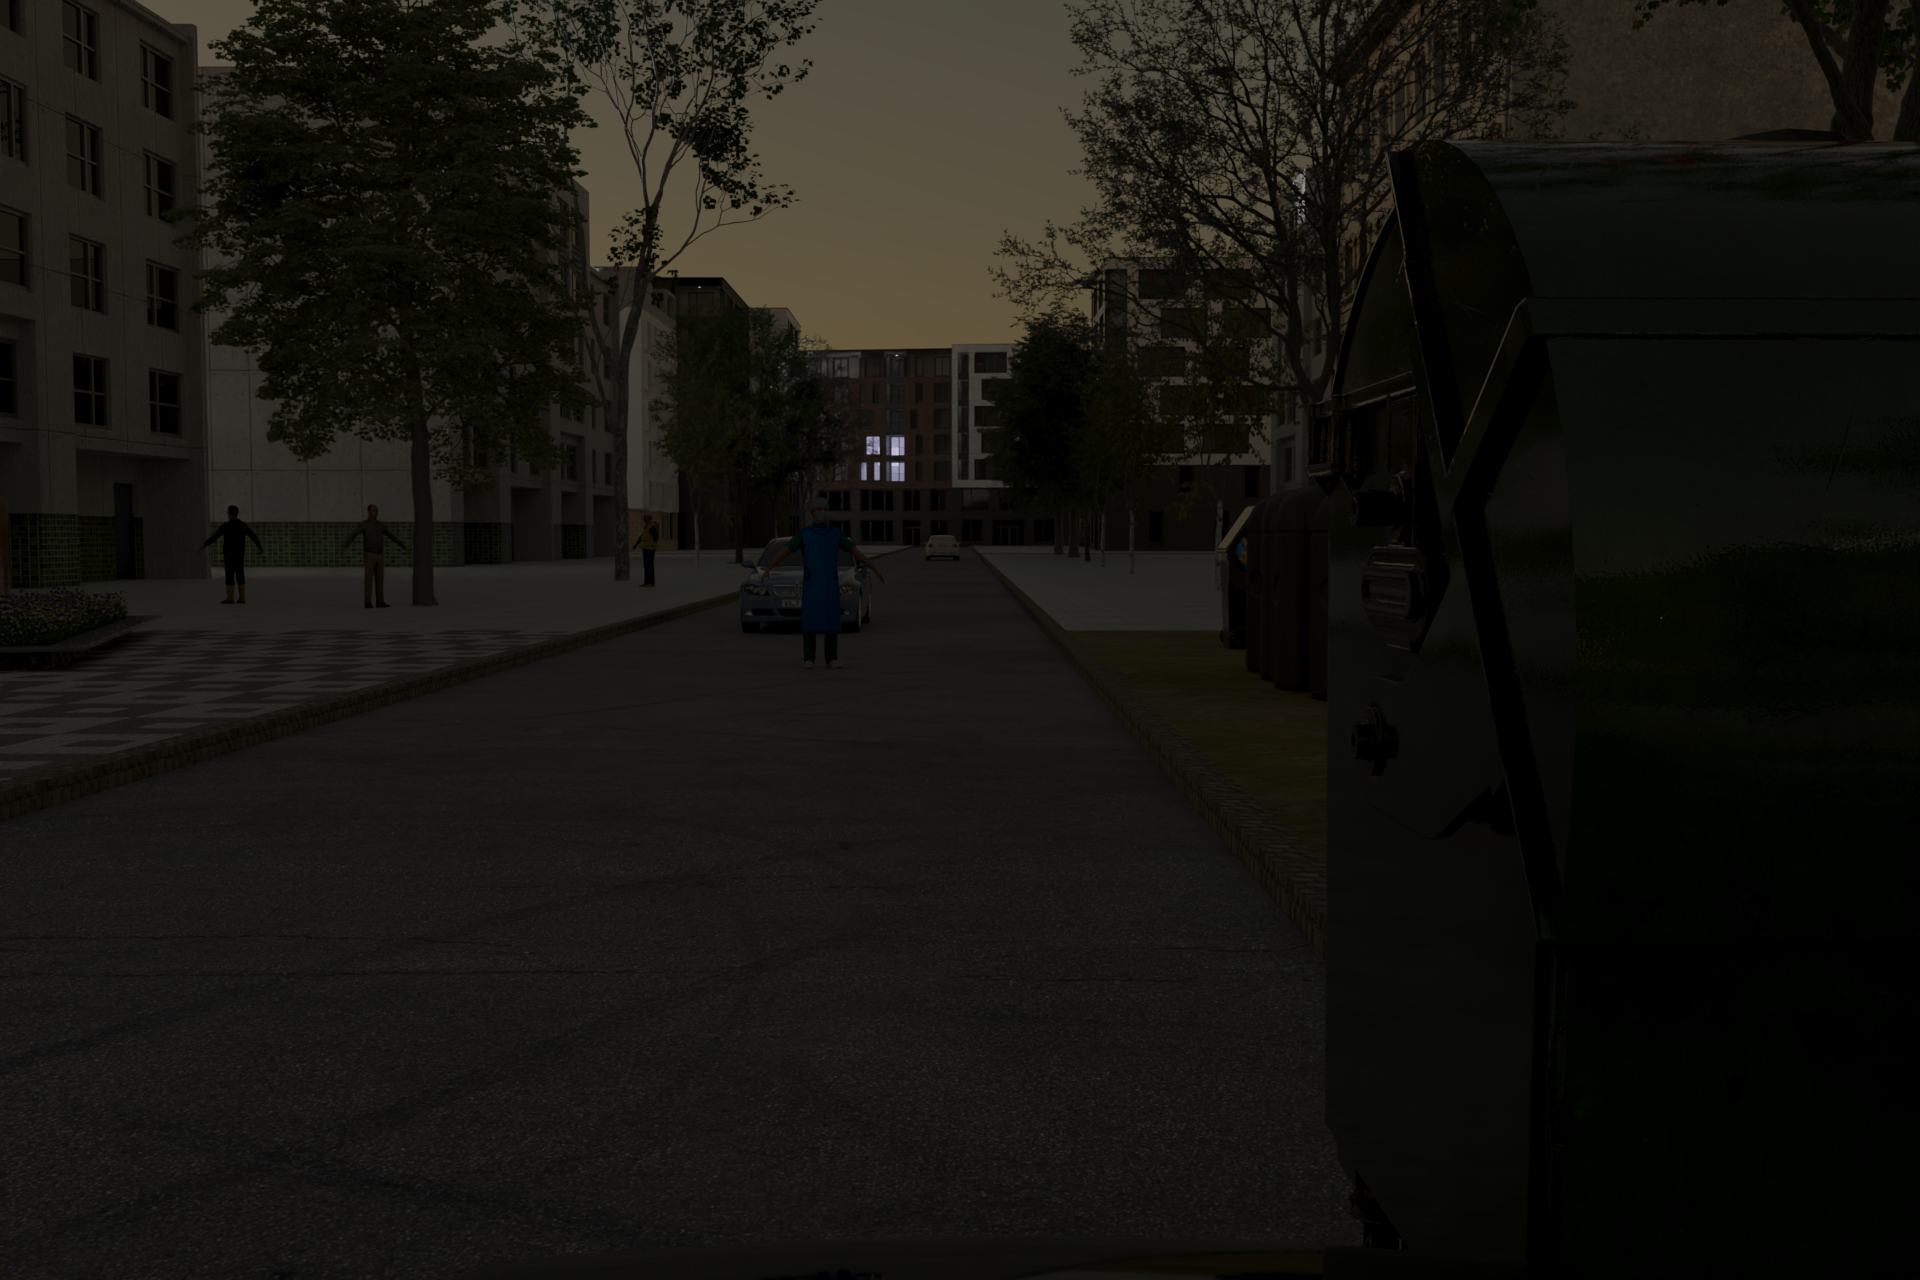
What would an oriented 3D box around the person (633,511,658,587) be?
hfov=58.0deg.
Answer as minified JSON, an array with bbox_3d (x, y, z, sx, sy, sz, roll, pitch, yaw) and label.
[{"bbox_3d":[-7.551,-2.193,41.821,0.705,1.833,1.349,-2,4,-32],"label":"person"}]

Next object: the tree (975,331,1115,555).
[{"bbox_3d":[6.058,-12.295,107.681,9.857,13.997,8.962,0,3,0],"label":"tree"}]

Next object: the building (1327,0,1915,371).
[{"bbox_3d":[21.587,-13.258,47.705,19.493,23.208,18.063,0,4,0],"label":"building"}]

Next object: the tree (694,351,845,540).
[{"bbox_3d":[-9.325,-9.189,84.654,8.767,10.594,7.601,1,4,13],"label":"tree"}]

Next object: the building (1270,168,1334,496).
[{"bbox_3d":[25.021,-12.864,76.792,16.747,18.905,31.486,0,3,0],"label":"building"}]

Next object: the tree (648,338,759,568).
[{"bbox_3d":[-9.835,-7.020,65.133,4.737,8.622,4.395,0,3,0],"label":"tree"}]

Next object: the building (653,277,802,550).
[{"bbox_3d":[-29.452,-18.971,154.146,27.936,21.610,32.646,0,4,0],"label":"building"}]

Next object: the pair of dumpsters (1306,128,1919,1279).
[{"bbox_3d":[2.803,0.141,2.652,4.436,2.255,1.574,0,4,-1],"label":"pair of dumpsters"}]

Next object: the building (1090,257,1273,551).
[{"bbox_3d":[24.621,-18.367,144.280,27.936,21.610,32.646,0,4,0],"label":"building"}]

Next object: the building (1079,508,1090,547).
[{"bbox_3d":[21.902,-20.957,173.583,19.493,23.208,18.063,0,4,0],"label":"building"}]

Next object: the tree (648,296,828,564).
[{"bbox_3d":[-9.587,-9.136,75.129,9.928,11.665,9.643,0,3,0],"label":"tree"}]

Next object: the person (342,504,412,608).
[{"bbox_3d":[-10.182,-1.459,30.125,0.705,1.796,1.348,3,4,39],"label":"person"}]

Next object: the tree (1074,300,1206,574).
[{"bbox_3d":[5.758,-6.429,55.478,4.737,8.622,4.395,0,3,0],"label":"tree"}]

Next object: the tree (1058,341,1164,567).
[{"bbox_3d":[5.392,-7.128,66.899,4.360,8.622,3.978,0,3,0],"label":"tree"}]

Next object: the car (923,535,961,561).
[{"bbox_3d":[-0.979,-5.060,95.095,2.083,1.381,4.827,0,4,-1],"label":"car"}]

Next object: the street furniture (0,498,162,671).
[{"bbox_3d":[-11.789,-0.645,17.395,11.010,1.723,9.812,-1,4,-19],"label":"street furniture"}]

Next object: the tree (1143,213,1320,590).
[{"bbox_3d":[6.034,-5.458,39.599,4.737,8.622,4.395,0,3,0],"label":"tree"}]

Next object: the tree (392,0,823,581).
[{"bbox_3d":[-10.022,-11.790,48.650,12.611,20.169,13.585,0,3,0],"label":"tree"}]

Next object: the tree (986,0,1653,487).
[{"bbox_3d":[6.035,-7.253,28.961,12.009,13.543,11.850,0,3,0],"label":"tree"}]

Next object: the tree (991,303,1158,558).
[{"bbox_3d":[6.227,-11.485,94.434,9.857,13.997,8.962,0,3,0],"label":"tree"}]

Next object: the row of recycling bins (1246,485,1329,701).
[{"bbox_3d":[3.099,-0.467,14.750,1.069,1.692,3.534,0,4,-1],"label":"row of recycling bins"}]

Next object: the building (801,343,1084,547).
[{"bbox_3d":[-0.967,-21.592,199.466,32.646,21.610,27.936,1,4,9],"label":"building"}]

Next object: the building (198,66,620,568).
[{"bbox_3d":[-27.620,-13.158,81.596,16.747,18.905,31.486,0,4,1],"label":"building"}]

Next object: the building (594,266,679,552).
[{"bbox_3d":[-27.221,-16.344,123.646,16.016,20.090,11.380,0,4,0],"label":"building"}]

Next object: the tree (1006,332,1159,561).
[{"bbox_3d":[5.647,-8.949,80.728,7.601,10.594,8.767,-1,4,-16],"label":"tree"}]

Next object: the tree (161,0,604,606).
[{"bbox_3d":[-10.001,-6.878,30.582,7.486,12.596,7.792,0,3,0],"label":"tree"}]

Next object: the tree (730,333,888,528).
[{"bbox_3d":[-9.459,-11.930,105.427,12.009,13.543,11.850,0,3,0],"label":"tree"}]

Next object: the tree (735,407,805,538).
[{"bbox_3d":[-10.099,-8.749,93.414,4.737,8.622,4.395,0,3,0],"label":"tree"}]

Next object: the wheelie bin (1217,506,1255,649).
[{"bbox_3d":[3.279,-0.711,19.537,0.693,1.594,0.980,0,4,-1],"label":"wheelie bin"}]

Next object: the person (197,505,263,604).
[{"bbox_3d":[-13.387,-1.575,31.896,0.704,1.812,1.346,2,4,33],"label":"person"}]

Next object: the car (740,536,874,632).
[{"bbox_3d":[-2.312,-0.901,26.740,2.014,1.417,4.499,0,3,0],"label":"car"}]

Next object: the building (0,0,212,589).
[{"bbox_3d":[-29.938,-10.209,33.382,16.747,18.905,31.486,0,4,0],"label":"building"}]

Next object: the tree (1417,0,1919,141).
[{"bbox_3d":[4.650,-5.064,8.545,9.928,11.665,9.643,0,3,0],"label":"tree"}]

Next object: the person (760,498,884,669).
[{"bbox_3d":[-1.480,-0.605,18.473,1.347,1.817,0.704,-1,4,-17],"label":"person"}]
